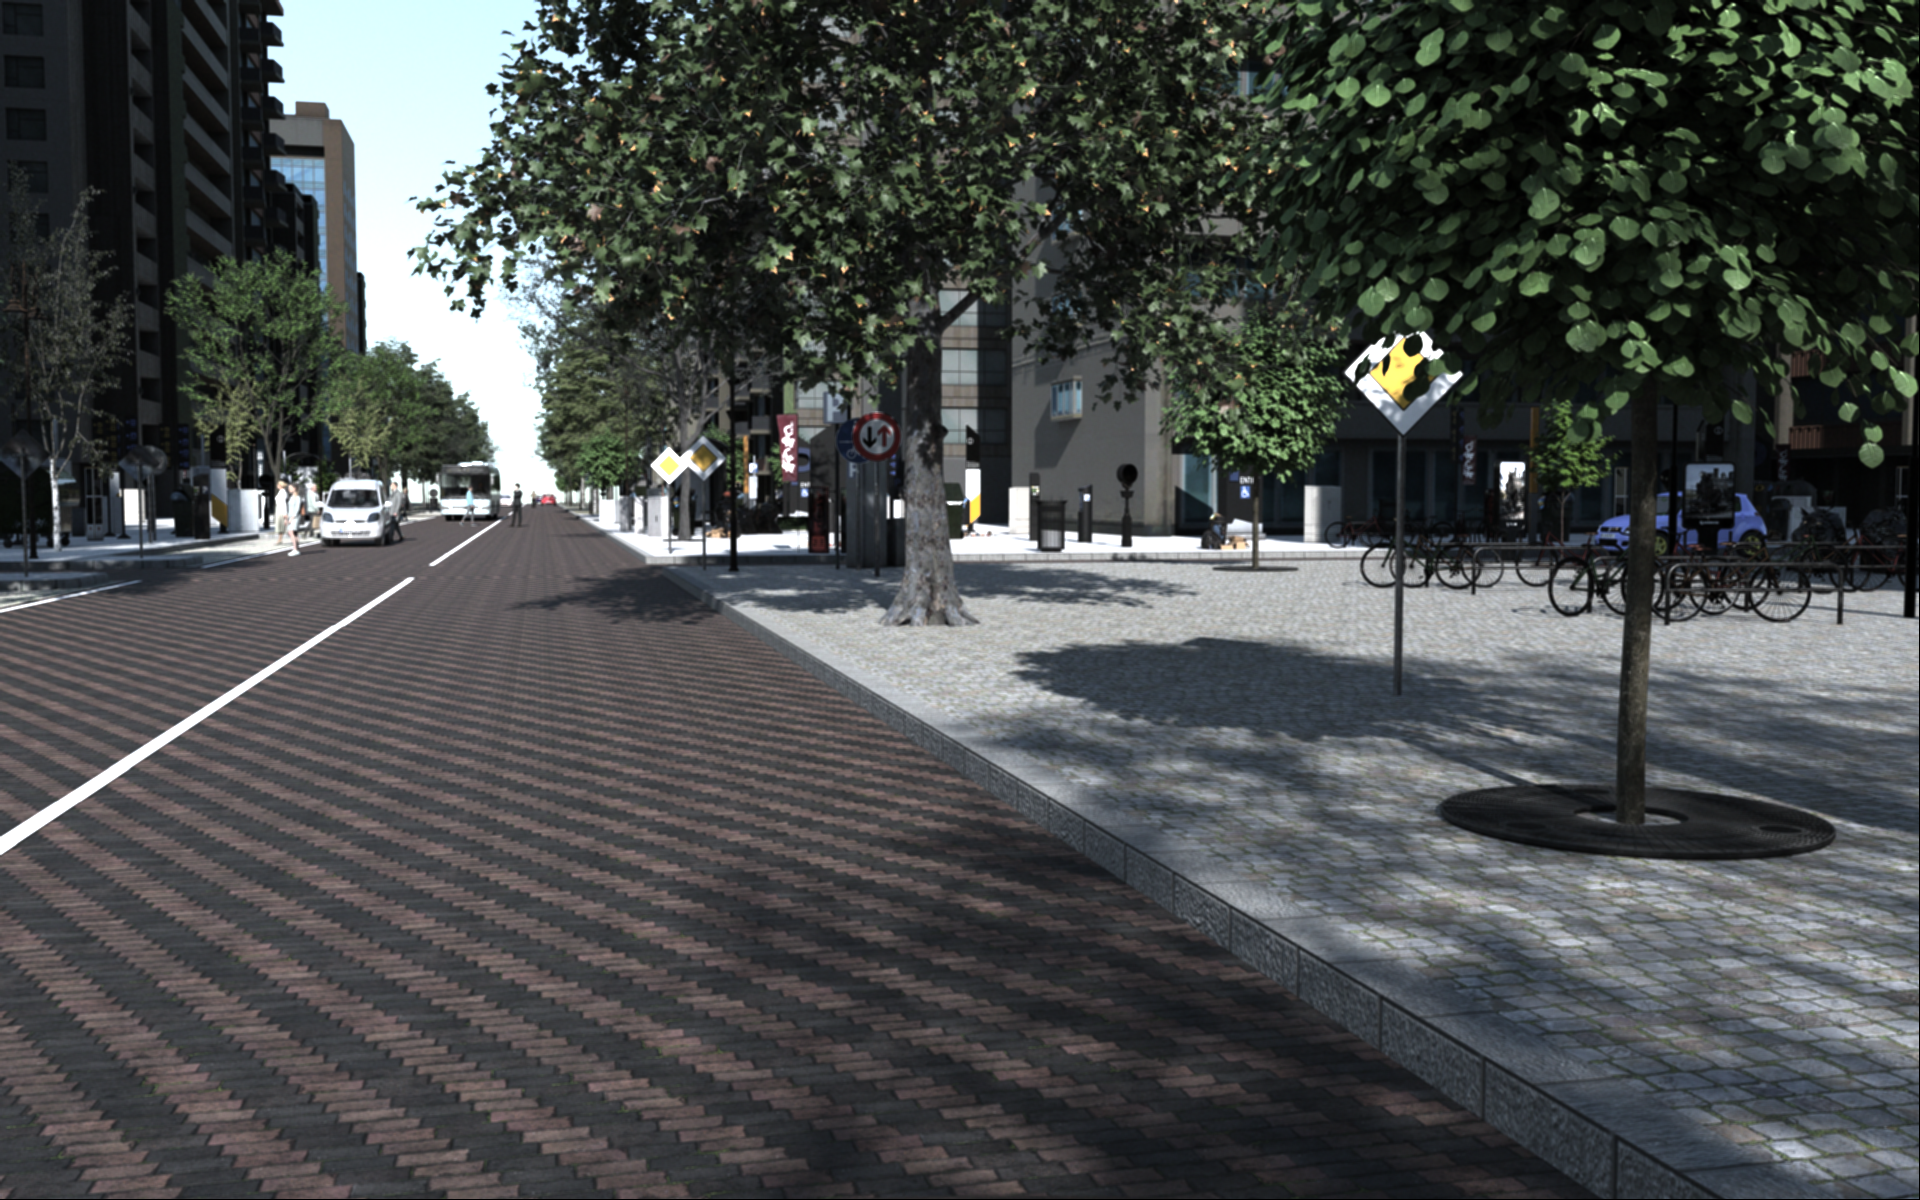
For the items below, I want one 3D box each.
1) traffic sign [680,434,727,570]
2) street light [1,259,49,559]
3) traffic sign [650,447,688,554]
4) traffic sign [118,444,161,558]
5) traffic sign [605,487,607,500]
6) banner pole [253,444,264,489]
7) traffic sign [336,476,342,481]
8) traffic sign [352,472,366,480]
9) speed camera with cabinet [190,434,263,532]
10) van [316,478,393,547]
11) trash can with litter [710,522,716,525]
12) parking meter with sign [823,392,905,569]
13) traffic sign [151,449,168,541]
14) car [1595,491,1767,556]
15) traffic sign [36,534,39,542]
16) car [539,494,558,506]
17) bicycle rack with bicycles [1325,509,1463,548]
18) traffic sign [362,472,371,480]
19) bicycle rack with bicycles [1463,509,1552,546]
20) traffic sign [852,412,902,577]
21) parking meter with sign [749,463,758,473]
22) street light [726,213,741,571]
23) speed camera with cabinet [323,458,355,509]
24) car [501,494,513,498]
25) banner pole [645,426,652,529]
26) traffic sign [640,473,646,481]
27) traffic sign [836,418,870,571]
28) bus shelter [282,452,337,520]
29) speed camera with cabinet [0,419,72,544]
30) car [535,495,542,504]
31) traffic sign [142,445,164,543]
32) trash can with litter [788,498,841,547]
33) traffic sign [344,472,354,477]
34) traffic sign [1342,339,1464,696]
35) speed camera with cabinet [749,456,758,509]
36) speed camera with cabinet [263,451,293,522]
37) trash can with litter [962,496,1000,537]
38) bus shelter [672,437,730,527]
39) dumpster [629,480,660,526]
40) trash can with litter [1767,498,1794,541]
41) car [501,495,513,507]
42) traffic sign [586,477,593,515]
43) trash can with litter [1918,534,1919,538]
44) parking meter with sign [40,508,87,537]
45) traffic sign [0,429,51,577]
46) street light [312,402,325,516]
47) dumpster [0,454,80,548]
[{"bbox_3d":[-4.327,-1.566,29.239,0.795,2.450,0.064,-1,4,-14],"label":"traffic sign"},{"bbox_3d":[-18.428,-3.761,34.274,0.468,5.910,1.993,-1,4,-14],"label":"street light"},{"bbox_3d":[-6.207,-2.040,37.000,0.795,2.450,0.064,-1,4,-14],"label":"traffic sign"},{"bbox_3d":[-16.364,-1.892,34.570,0.795,2.450,0.064,-1,4,-14],"label":"traffic sign"},{"bbox_3d":[-19.840,-5.935,97.140,0.768,2.556,0.104,0,4,-6],"label":"traffic sign"},{"bbox_3d":[-34.996,-5.894,86.388,0.863,3.779,0.401,2,4,26],"label":"banner pole"},{"bbox_3d":[-35.995,-6.097,99.784,0.768,2.556,0.104,0,4,-8],"label":"traffic sign"},{"bbox_3d":[-33.921,-5.973,97.772,0.768,2.556,0.104,0,4,-7],"label":"traffic sign"},{"bbox_3d":[-24.602,-3.890,57.932,2.038,3.252,0.660,-2,4,-35],"label":"speed camera with cabinet"},{"bbox_3d":[-16.873,-2.532,48.409,2.013,2.044,4.112,-1,4,-15],"label":"van"},{"bbox_3d":[-10.123,-3.723,72.258,0.624,1.170,1.055,0,4,1],"label":"trash can with litter"},{"bbox_3d":[-1.599,-2.072,30.137,0.543,3.016,1.738,3,4,36],"label":"parking meter with sign"},{"bbox_3d":[-22.090,-2.895,47.437,0.768,2.556,0.104,0,4,-8],"label":"traffic sign"},{"bbox_3d":[16.141,-1.792,38.888,3.694,1.707,1.945,-1,4,-14],"label":"car"},{"bbox_3d":[-24.724,-2.827,46.323,0.768,2.556,0.104,-1,4,-10],"label":"traffic sign"},{"bbox_3d":[-49.722,-12.244,209.227,2.155,1.783,4.494,-1,4,-14],"label":"car"},{"bbox_3d":[10.397,-1.726,41.607,2.925,0.926,2.852,1,4,20],"label":"bicycle rack with bicycles"},{"bbox_3d":[-34.703,-6.165,100.909,0.768,2.556,0.104,0,4,-4],"label":"traffic sign"},{"bbox_3d":[13.386,-1.784,42.551,2.852,0.926,2.925,1,4,14],"label":"bicycle rack with bicycles"},{"bbox_3d":[-1.289,-1.639,26.902,0.768,2.556,0.104,0,4,-5],"label":"traffic sign"},{"bbox_3d":[-11.728,-6.139,96.626,0.543,3.016,1.738,0,4,7],"label":"parking meter with sign"},{"bbox_3d":[-3.767,-3.417,28.653,0.468,5.910,1.993,-1,4,-14],"label":"street light"},{"bbox_3d":[-34.562,-6.244,96.427,2.038,3.252,0.660,2,4,28],"label":"speed camera with cabinet"},{"bbox_3d":[-54.655,-12.109,207.764,2.009,1.686,4.222,-1,4,-14],"label":"car"},{"bbox_3d":[-11.438,-4.506,63.693,0.401,3.779,0.863,-2,4,-25],"label":"banner pole"},{"bbox_3d":[-18.490,-6.133,100.387,0.768,2.556,0.104,-1,4,-13],"label":"traffic sign"},{"bbox_3d":[-1.701,-1.767,28.992,0.768,2.556,0.104,-1,4,-10],"label":"traffic sign"},{"bbox_3d":[-32.533,-5.671,86.643,2.014,3.302,5.546,-1,4,-14],"label":"bus shelter"},{"bbox_3d":[-23.966,-3.064,44.432,2.038,3.252,0.660,-1,4,-9],"label":"speed camera with cabinet"},{"bbox_3d":[-62.471,-15.031,258.331,1.945,1.354,3.894,-1,4,-15],"label":"car"},{"bbox_3d":[-21.210,-2.764,45.303,0.768,2.556,0.104,-1,4,-12],"label":"traffic sign"},{"bbox_3d":[-2.957,-1.911,42.302,2.233,1.210,1.678,1,4,14],"label":"trash can with litter"},{"bbox_3d":[-34.943,-6.068,99.310,0.768,2.556,0.104,0,4,-7],"label":"traffic sign"},{"bbox_3d":[2.784,-0.598,10.957,0.795,2.450,0.064,0,4,-7],"label":"traffic sign"},{"bbox_3d":[-10.908,-5.818,89.464,0.660,3.252,2.038,-1,4,-15],"label":"speed camera with cabinet"},{"bbox_3d":[-31.310,-5.141,78.395,2.038,3.252,0.660,-1,4,-11],"label":"speed camera with cabinet"},{"bbox_3d":[0.459,-2.538,52.546,2.233,1.210,1.678,-3,5,-40],"label":"trash can with litter"},{"bbox_3d":[-9.717,-4.322,64.592,2.014,3.302,5.546,-1,4,-14],"label":"bus shelter"},{"bbox_3d":[-12.922,-3.999,71.144,1.264,1.857,1.865,-1,4,-13],"label":"dumpster"},{"bbox_3d":[22.374,-2.195,47.274,0.624,1.170,1.055,2,4,33],"label":"trash can with litter"},{"bbox_3d":[-51.441,-11.201,195.494,2.083,1.381,4.827,-1,4,-13],"label":"car"},{"bbox_3d":[-22.716,-6.533,106.922,0.768,2.556,0.104,0,4,-5],"label":"traffic sign"},{"bbox_3d":[27.944,-2.411,50.483,1.678,1.210,2.233,-3,5,-44],"label":"trash can with litter"},{"bbox_3d":[-27.309,-3.416,52.118,1.738,3.016,0.543,-1,4,-18],"label":"parking meter with sign"},{"bbox_3d":[-14.484,-1.417,26.809,0.795,2.450,0.064,-1,4,-14],"label":"traffic sign"},{"bbox_3d":[-29.518,-6.553,79.922,0.468,5.910,1.993,-1,4,-14],"label":"street light"},{"bbox_3d":[-22.346,-2.410,41.902,1.502,2.255,1.985,-1,4,-13],"label":"dumpster"}]
